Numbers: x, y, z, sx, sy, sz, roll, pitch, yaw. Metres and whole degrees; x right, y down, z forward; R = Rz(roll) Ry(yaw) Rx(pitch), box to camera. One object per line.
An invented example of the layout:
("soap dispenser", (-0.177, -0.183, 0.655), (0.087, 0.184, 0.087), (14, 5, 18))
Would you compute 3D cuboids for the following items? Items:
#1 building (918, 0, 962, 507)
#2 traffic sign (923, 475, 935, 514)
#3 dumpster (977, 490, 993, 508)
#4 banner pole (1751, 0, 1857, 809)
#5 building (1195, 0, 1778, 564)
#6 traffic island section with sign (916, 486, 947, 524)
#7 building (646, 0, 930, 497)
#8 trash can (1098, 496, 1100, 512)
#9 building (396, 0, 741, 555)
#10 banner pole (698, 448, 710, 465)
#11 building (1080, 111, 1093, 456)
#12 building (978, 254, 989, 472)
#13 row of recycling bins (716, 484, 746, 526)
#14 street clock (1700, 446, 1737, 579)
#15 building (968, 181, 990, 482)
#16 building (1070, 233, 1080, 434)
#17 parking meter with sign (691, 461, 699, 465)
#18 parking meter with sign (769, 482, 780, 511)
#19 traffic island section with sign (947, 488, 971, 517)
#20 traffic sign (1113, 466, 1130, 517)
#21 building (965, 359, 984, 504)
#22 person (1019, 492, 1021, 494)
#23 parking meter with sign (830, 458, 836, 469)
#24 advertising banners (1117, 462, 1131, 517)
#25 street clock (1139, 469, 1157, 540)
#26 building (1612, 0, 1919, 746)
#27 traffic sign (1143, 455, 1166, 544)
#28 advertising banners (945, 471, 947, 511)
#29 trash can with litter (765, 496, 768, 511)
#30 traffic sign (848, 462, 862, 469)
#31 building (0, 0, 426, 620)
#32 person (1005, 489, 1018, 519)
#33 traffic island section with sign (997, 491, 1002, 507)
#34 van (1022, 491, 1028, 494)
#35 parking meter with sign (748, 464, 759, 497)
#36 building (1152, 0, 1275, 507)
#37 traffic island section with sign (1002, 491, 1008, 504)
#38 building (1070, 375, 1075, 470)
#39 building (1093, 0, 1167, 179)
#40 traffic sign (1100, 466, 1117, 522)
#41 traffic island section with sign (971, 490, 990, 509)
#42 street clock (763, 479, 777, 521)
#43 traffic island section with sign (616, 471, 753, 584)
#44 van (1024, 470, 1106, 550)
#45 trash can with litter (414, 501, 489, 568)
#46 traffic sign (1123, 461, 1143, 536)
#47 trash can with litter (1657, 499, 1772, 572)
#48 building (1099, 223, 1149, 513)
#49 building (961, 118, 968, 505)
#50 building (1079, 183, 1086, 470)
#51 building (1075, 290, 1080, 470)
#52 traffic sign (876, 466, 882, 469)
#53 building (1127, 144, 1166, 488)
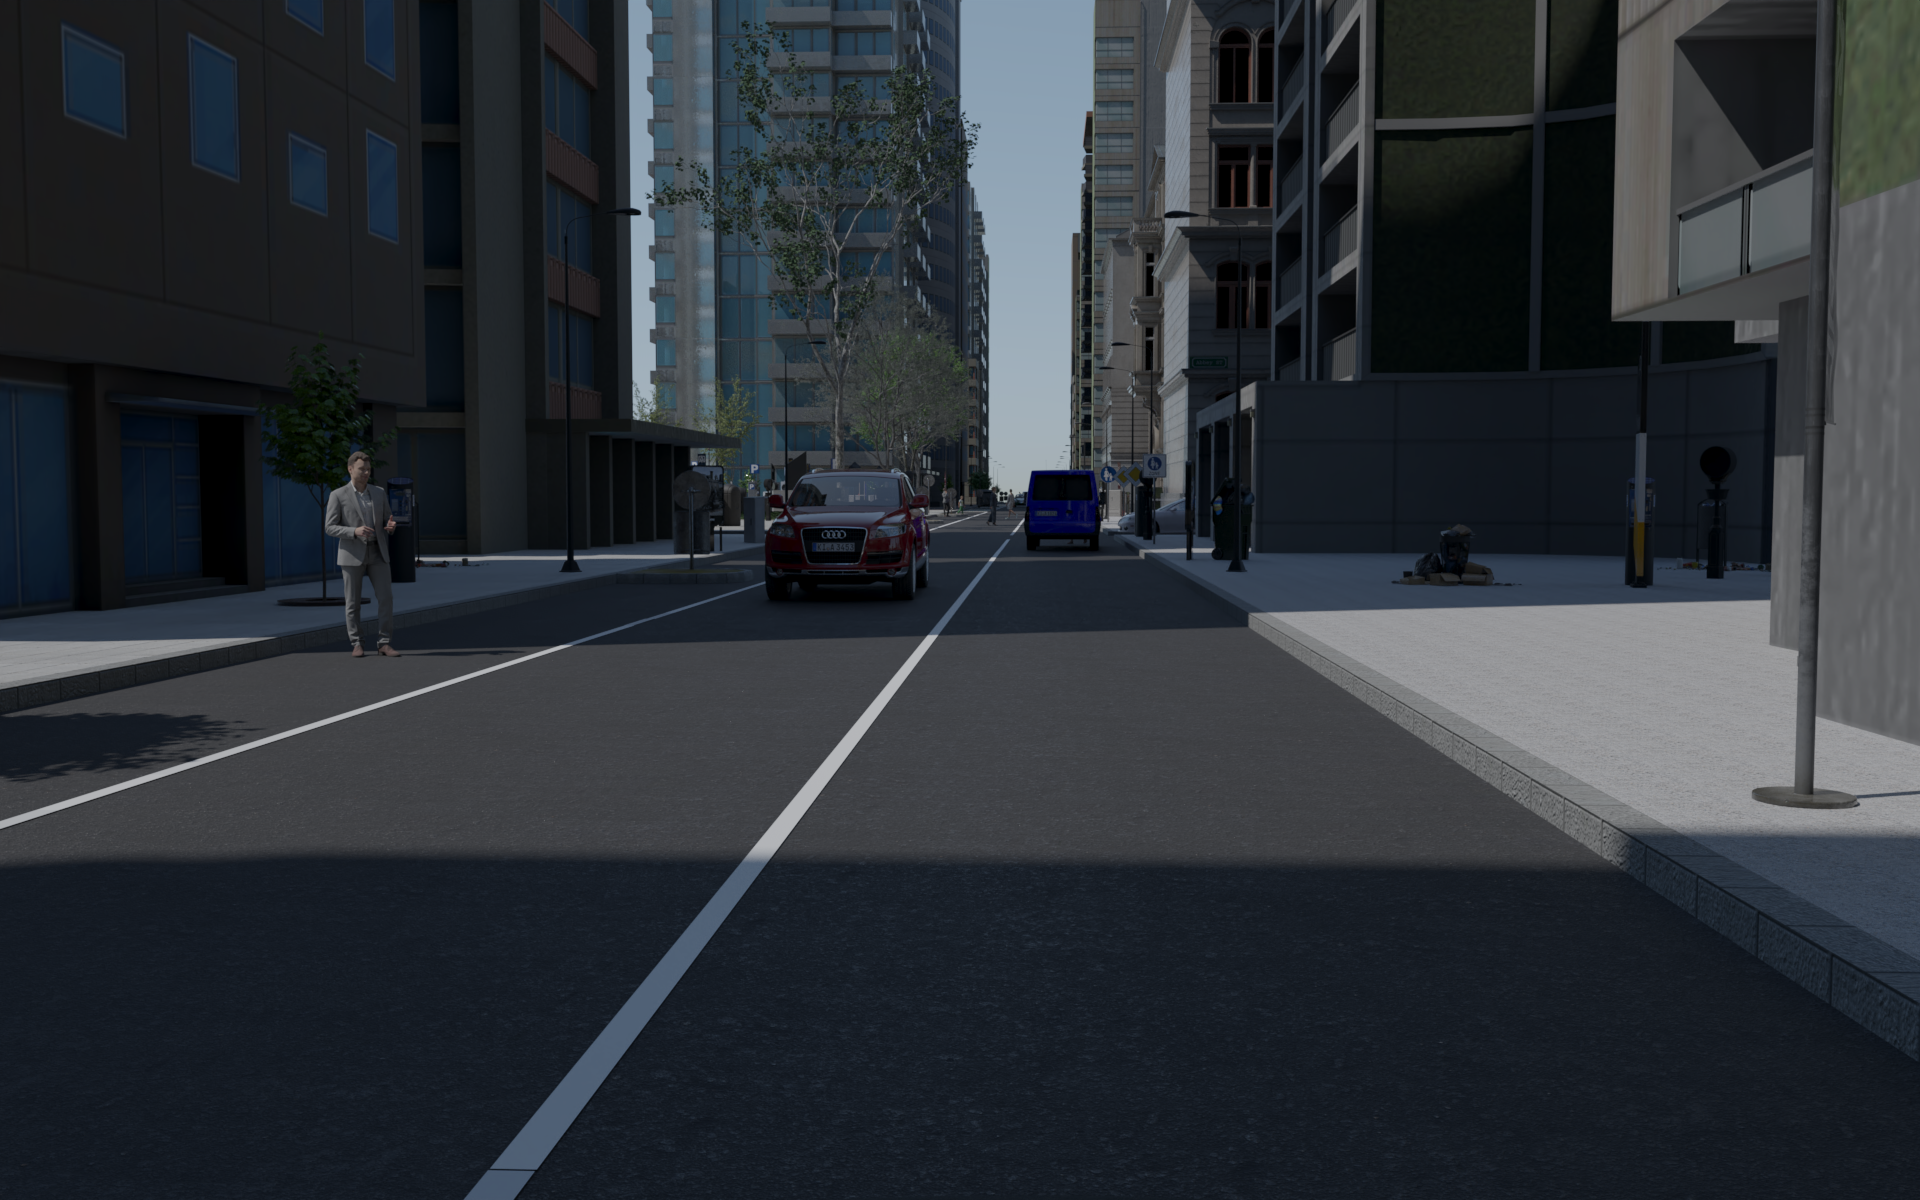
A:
("building", (-11.082, -39.086, 181.053), (21.231, 58.520, 28.212), (0, 4, 3))
("traffic sign", (-2.045, -6.945, 113.650), (0.768, 2.556, 0.104), (1, 4, 10))
("dumpster", (2.531, -9.758, 167.763), (1.865, 1.857, 1.264), (0, 4, 2))
("banner pole", (3.653, -1.058, 7.318), (0.401, 3.779, 0.863), (2, 4, 33))
("building", (16.815, -36.770, 39.441), (20.563, 71.187, 20.611), (0, 4, 3))
("traffic island section with sign", (-1.795, -4.618, 84.135), (1.989, 1.847, 2.006), (0, 4, 3))
("building", (-14.228, -32.573, 152.181), (23.786, 49.044, 30.456), (0, 4, 3))
("trash can", (9.348, -6.340, 115.319), (0.748, 1.137, 0.748), (0, 3, 0))
("building", (-21.758, -23.735, 42.694), (28.867, 44.769, 22.147), (0, 4, 3))
("banner pole", (-13.879, -6.376, 94.270), (0.863, 3.779, 0.401), (-1, 4, -18))
("building", (24.855, -33.089, 195.622), (22.147, 44.769, 28.867), (0, 4, 3))
("building", (-2.370, -36.939, 287.542), (14.154, 41.232, 14.086), (0, 4, 3))
("row of recycling bins", (-10.425, -3.762, 68.619), (3.534, 1.692, 1.069), (-1, 4, -23))
("street clock", (11.457, -1.324, 26.216), (0.358, 2.002, 0.471), (-3, 5, -43))
("building", (-7.437, -39.471, 264.964), (23.786, 49.044, 30.456), (0, 4, 3))
("building", (25.374, -38.956, 287.033), (14.600, 45.320, 14.200), (0, 4, 3))
("parking meter with sign", (-13.567, -5.919, 93.029), (0.543, 3.016, 1.738), (3, 5, 42))
("parking meter with sign", (-12.009, -7.063, 111.747), (1.738, 3.016, 0.543), (-1, 4, -20))
("traffic island section with sign", (-0.495, -6.269, 111.126), (1.989, 1.847, 2.006), (0, 4, 3))
("traffic sign", (5.767, -3.512, 61.063), (0.795, 2.450, 0.064), (0, 4, 3))
("building", (-11.044, -23.932, 236.321), (27.650, 21.520, 28.899), (0, 4, 3))
("person", (8.601, -14.598, 247.625), (0.683, 1.767, 0.568), (2, 4, 28))
("parking meter with sign", (-5.709, -5.365, 83.983), (0.543, 3.016, 1.738), (-2, 4, -25))
("advertising banners", (9.055, -6.098, 95.891), (0.090, 3.025, 2.074), (2, 4, 25))
("street clock", (5.240, -2.674, 48.297), (0.471, 2.002, 0.358), (-2, 4, -32))
("building", (12.033, -19.978, 10.231), (14.154, 41.232, 14.086), (0, 4, 3))
("traffic sign", (4.959, -2.572, 44.175), (0.606, 2.300, 0.079), (1, 4, 9))
("advertising banners", (-1.011, -8.169, 129.748), (0.090, 3.025, 2.074), (0, 4, 7))
("trash can with litter", (-9.958, -4.940, 91.821), (1.678, 1.210, 2.233), (2, 4, 33))
("traffic sign", (-3.253, -3.051, 53.525), (0.795, 2.450, 0.064), (0, 4, 3))
("building", (-15.977, -22.649, 20.415), (14.600, 45.320, 14.200), (0, 4, 3))
("person", (2.955, -5.497, 99.121), (0.760, 1.731, 0.466), (1, 4, 18))
("traffic island section with sign", (3.255, -10.997, 188.431), (1.989, 1.847, 2.006), (0, 4, 3))
("van", (9.817, -15.135, 254.460), (2.013, 2.044, 4.112), (0, 4, 2))
("parking meter with sign", (-12.007, -6.351, 100.098), (0.543, 3.016, 1.738), (0, 4, 4))
("building", (19.506, -17.123, 67.346), (23.554, 28.519, 14.401), (0, 4, 3))
("traffic island section with sign", (5.909, -14.346, 243.184), (1.989, 1.847, 2.006), (0, 4, 3))
("building", (30.951, -25.715, 265.476), (27.650, 21.520, 28.899), (0, 4, 3))
("building", (18.143, -28.289, 146.127), (14.154, 41.232, 14.086), (0, 4, 3))
("traffic sign", (6.727, -4.798, 78.553), (0.768, 2.556, 0.104), (0, 4, 6))
("traffic island section with sign", (1.914, -9.318, 160.984), (1.989, 1.847, 2.006), (0, 4, 3))
("street clock", (-9.152, -4.777, 82.679), (0.358, 2.002, 0.471), (2, 4, 28))
("traffic island section with sign", (-4.489, -1.226, 28.667), (1.989, 1.847, 2.006), (0, 4, 3))
("van", (2.747, -2.533, 45.799), (2.240, 2.365, 5.245), (0, 4, 4))
("trash can with litter", (-9.359, -1.186, 30.444), (2.233, 1.210, 1.678), (-2, 4, -29))
("traffic sign", (5.380, -3.024, 53.088), (0.795, 2.450, 0.064), (0, 4, 3))
("trash can with litter", (12.942, -1.103, 29.091), (1.678, 1.210, 2.233), (-3, 4, -37))
("building", (15.312, -16.935, 126.042), (9.793, 20.994, 18.267), (0, 4, 3))
("building", (-6.301, -33.798, 202.703), (14.600, 45.320, 14.200), (0, 4, 3))
("building", (22.902, -33.400, 229.689), (14.154, 41.232, 14.086), (0, 4, 3))
("building", (23.250, -28.892, 244.087), (14.160, 30.474, 14.107), (0, 4, 3))
("traffic sign", (-2.866, -3.539, 61.501), (0.795, 2.450, 0.064), (0, 4, 3))
("building", (16.946, -17.126, 99.089), (14.460, 24.649, 34.723), (0, 4, 3))
